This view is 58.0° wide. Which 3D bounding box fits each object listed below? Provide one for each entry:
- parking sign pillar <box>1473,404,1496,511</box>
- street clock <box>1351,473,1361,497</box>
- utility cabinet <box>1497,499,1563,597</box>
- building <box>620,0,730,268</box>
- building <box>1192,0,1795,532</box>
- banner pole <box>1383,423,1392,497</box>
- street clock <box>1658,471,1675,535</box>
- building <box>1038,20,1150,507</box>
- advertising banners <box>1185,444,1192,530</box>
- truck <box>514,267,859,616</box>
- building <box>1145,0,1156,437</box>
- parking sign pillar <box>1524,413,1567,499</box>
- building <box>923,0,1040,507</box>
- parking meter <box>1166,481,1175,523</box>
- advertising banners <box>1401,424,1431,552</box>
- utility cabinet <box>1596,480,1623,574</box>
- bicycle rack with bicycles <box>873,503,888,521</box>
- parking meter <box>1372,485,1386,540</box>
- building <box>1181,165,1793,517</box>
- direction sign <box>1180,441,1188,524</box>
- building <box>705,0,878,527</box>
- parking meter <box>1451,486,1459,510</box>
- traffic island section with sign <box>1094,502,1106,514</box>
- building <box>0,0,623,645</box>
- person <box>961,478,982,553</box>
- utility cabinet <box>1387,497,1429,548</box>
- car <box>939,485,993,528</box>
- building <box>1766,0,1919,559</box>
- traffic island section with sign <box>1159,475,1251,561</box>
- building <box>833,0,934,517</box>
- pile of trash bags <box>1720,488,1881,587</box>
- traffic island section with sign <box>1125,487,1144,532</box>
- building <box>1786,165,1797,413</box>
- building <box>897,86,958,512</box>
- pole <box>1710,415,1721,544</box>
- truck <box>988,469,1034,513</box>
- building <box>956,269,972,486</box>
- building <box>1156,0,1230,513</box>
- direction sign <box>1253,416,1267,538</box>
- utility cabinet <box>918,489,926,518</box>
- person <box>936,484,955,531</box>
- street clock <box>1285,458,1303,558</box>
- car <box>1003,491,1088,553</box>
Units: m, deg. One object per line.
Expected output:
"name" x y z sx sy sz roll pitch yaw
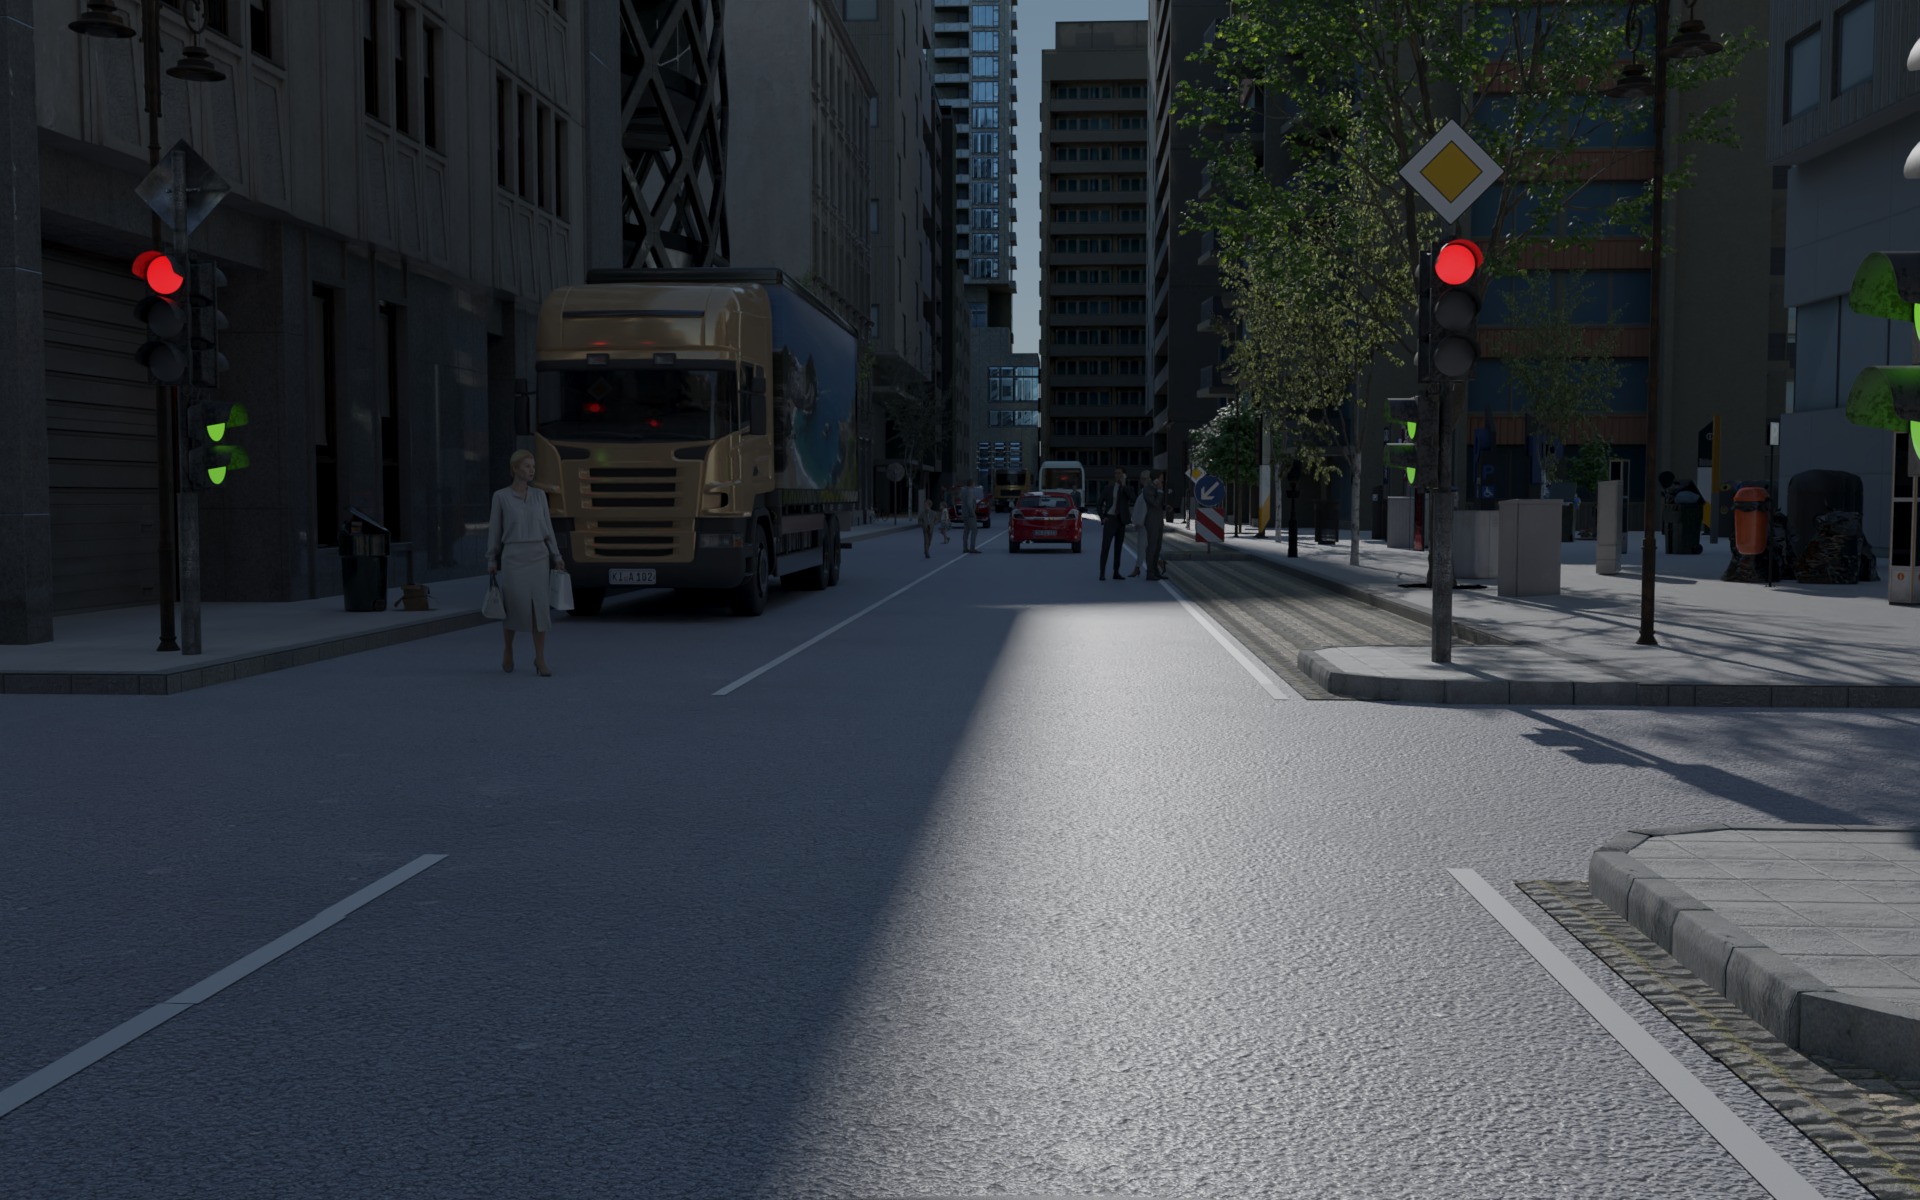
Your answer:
"parking sign pillar" 15.464 -3.825 51.013 1.447 3.967 1.447 1 4 8
"street clock" 12.693 -3.119 55.566 0.358 2.002 0.471 2 4 25
"utility cabinet" 7.206 -0.657 21.908 1.020 1.237 0.306 -3 5 -40
"building" -14.507 -10.750 43.210 16.820 18.784 16.811 0 4 4
"building" 21.553 -25.532 72.068 22.147 44.769 28.867 0 4 4
"banner pole" 13.892 -4.053 56.279 0.401 3.779 0.863 0 4 -6
"street clock" 22.178 -3.048 54.413 0.471 2.002 0.358 1 4 12
"building" 19.186 -34.131 181.739 21.600 48.544 21.300 0 4 4
"advertising banners" 8.150 -4.004 61.650 0.090 3.025 2.074 0 4 3
"truck" -3.276 -2.132 23.770 2.839 4.237 11.283 0 4 3
"building" 29.930 -34.146 147.532 28.713 52.752 27.495 0 4 4
"parking sign pillar" 19.442 -4.224 57.534 1.447 3.967 1.447 0 4 -8
"building" -6.999 -53.245 183.223 31.000 86.520 22.319 0 4 4
"parking meter" 9.491 -4.430 78.148 0.399 1.863 0.255 0 4 4
"advertising banners" 10.307 -2.604 38.769 0.090 3.025 2.074 -1 4 -10
"utility cabinet" 10.455 -1.176 27.899 0.318 1.500 1.173 2 4 25
"bicycle rack with bicycles" -4.993 -4.168 81.536 2.852 0.926 2.925 -2 4 -28
"parking meter" 11.800 -2.470 48.800 0.372 1.533 0.369 0 3 0
"building" 29.556 -24.969 100.129 32.217 40.220 23.993 0 4 4
"direction sign" 9.682 -5.052 74.600 0.379 3.537 0.876 1 4 20
"building" -8.998 -13.307 66.718 9.793 20.994 18.267 0 4 4
"parking meter" 15.516 -2.822 54.547 0.372 1.533 0.369 0 3 0
"traffic island section with sign" 11.973 -8.170 142.210 1.989 1.847 2.006 0 4 4
"building" -13.275 -12.612 24.232 12.078 24.808 19.932 0 4 4
"person" 0.226 -2.039 41.939 0.391 1.810 0.635 -2 4 -28
"utility cabinet" 10.694 -1.837 41.190 1.020 1.237 0.306 1 4 16
"car" 0.284 -3.988 73.871 2.281 1.827 5.304 0 4 2
"building" 30.156 -26.570 23.666 27.495 52.752 28.713 0 4 4
"traffic island section with sign" 5.279 -1.784 37.789 1.989 1.847 2.006 0 4 4
"building" -15.926 -31.401 102.643 28.713 52.752 27.495 0 4 4
"pile of trash bags" 11.957 -0.935 25.037 1.912 1.369 3.447 3 5 43
"traffic island section with sign" 7.040 -3.463 65.251 1.989 1.847 2.006 0 4 4
"building" 75.125 -34.248 179.559 30.456 49.044 23.786 0 4 4
"building" -7.673 -21.523 123.601 14.160 30.474 14.107 0 4 4
"pole" 19.531 -3.115 44.774 0.158 3.312 0.155 0 3 0
"truck" 4.025 -8.432 133.783 3.469 3.379 9.791 0 4 3
"building" -14.162 -18.721 151.120 28.899 21.520 27.650 0 4 4
"building" 25.089 -30.564 123.418 21.300 48.544 21.600 0 4 4
"direction sign" 8.827 -3.606 50.963 0.379 3.537 0.876 -1 4 -12
"utility cabinet" -1.775 -4.394 80.520 0.318 1.500 1.173 0 4 1
"person" -0.597 -3.545 66.452 0.713 1.824 0.794 2 4 24
"street clock" 6.737 -1.861 35.000 0.358 2.002 0.471 1 4 17
"car" 2.151 -2.110 43.535 2.155 1.783 4.494 0 4 3
